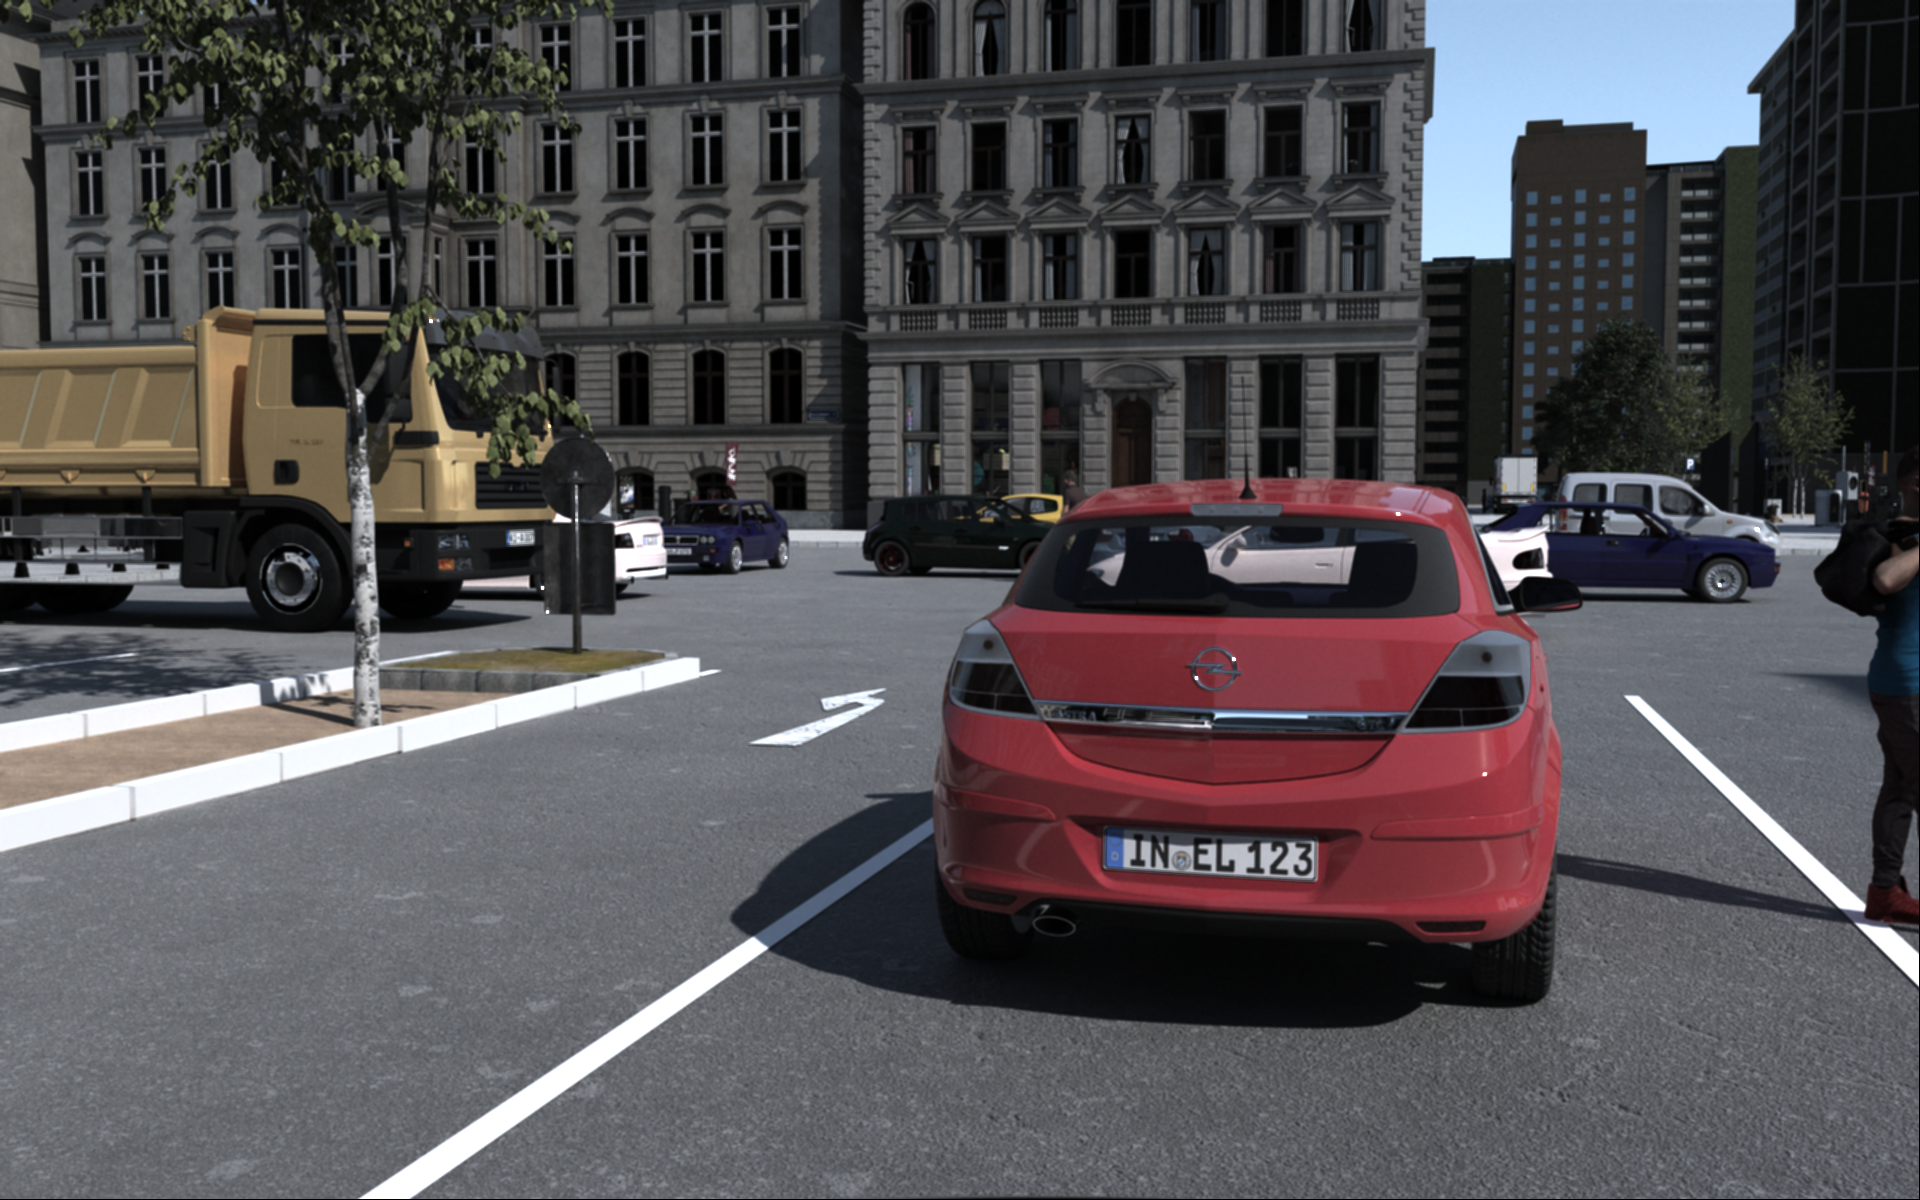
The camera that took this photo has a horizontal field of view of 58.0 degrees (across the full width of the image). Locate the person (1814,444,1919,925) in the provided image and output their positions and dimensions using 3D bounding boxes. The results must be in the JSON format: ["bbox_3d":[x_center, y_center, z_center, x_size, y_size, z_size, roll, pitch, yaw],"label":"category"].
[{"bbox_3d":[3.132,0.290,5.633,0.662,1.594,0.647,2,4,27],"label":"person"}]

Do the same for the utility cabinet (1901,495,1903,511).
[{"bbox_3d":[44.285,-4.388,80.416,1.173,1.500,0.318,-1,4,-20],"label":"utility cabinet"}]

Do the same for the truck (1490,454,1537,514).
[{"bbox_3d":[40.530,-8.441,126.924,2.839,4.237,11.283,1,4,14],"label":"truck"}]

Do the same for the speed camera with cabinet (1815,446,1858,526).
[{"bbox_3d":[35.680,-4.656,70.465,2.038,3.252,0.660,-2,4,-31],"label":"speed camera with cabinet"}]

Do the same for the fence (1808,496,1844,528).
[{"bbox_3d":[33.663,-3.418,67.087,0.480,1.192,2.264,0,3,0],"label":"fence"}]

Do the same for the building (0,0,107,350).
[{"bbox_3d":[-50.339,-15.057,79.468,30.059,22.955,16.112,1,4,15],"label":"building"}]

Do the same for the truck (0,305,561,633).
[{"bbox_3d":[-8.614,-1.439,19.449,9.791,3.379,3.469,1,4,15],"label":"truck"}]

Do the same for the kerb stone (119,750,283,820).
[{"bbox_3d":[-3.551,0.862,8.104,0.120,0.150,1.000,1,4,15],"label":"kerb stone"}]

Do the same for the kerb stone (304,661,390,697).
[{"bbox_3d":[-4.518,0.589,12.641,0.120,0.150,1.000,1,4,15],"label":"kerb stone"}]

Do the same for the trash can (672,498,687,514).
[{"bbox_3d":[-9.594,-2.960,60.045,0.748,1.137,0.748,0,3,0],"label":"trash can"}]

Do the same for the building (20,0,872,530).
[{"bbox_3d":[-19.225,-15.370,70.391,34.723,24.649,14.460,1,4,15],"label":"building"}]

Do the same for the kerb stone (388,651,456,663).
[{"bbox_3d":[-4.252,0.524,13.644,0.120,0.150,1.000,1,4,15],"label":"kerb stone"}]

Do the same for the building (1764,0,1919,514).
[{"bbox_3d":[64.539,-41.165,111.306,20.563,71.187,20.611,1,4,15],"label":"building"}]

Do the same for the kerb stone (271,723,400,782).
[{"bbox_3d":[-3.292,0.801,9.098,0.120,0.150,1.000,1,4,15],"label":"kerb stone"}]

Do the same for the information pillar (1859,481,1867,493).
[{"bbox_3d":[48.918,-5.466,93.854,0.304,2.012,0.304,1,4,16],"label":"information pillar"}]

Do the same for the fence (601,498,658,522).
[{"bbox_3d":[-10.941,-2.832,57.513,2.264,1.192,0.480,0,4,0],"label":"fence"}]

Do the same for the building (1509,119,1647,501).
[{"bbox_3d":[74.197,-34.221,209.616,14.200,45.320,14.600,1,4,15],"label":"building"}]

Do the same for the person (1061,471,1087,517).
[{"bbox_3d":[1.792,-1.171,27.778,0.598,1.807,0.434,-3,4,-38],"label":"person"}]

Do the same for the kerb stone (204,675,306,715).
[{"bbox_3d":[-4.781,0.647,11.648,0.120,0.150,1.000,1,4,15],"label":"kerb stone"}]

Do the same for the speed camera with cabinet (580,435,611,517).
[{"bbox_3d":[-12.552,-3.924,58.490,0.660,3.252,2.038,1,4,18],"label":"speed camera with cabinet"}]

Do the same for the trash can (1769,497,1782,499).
[{"bbox_3d":[46.298,-5.304,98.381,0.748,1.137,0.748,0,3,0],"label":"trash can"}]

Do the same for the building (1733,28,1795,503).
[{"bbox_3d":[75.459,-26.971,132.855,32.217,40.220,23.993,1,4,15],"label":"building"}]

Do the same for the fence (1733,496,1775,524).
[{"bbox_3d":[34.297,-3.936,75.565,2.264,1.192,0.480,1,4,13],"label":"fence"}]

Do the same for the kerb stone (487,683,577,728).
[{"bbox_3d":[-2.760,0.679,11.089,0.120,0.150,1.000,1,4,15],"label":"kerb stone"}]

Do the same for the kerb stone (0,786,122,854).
[{"bbox_3d":[-3.817,0.923,7.106,0.120,0.150,1.000,1,4,15],"label":"kerb stone"}]

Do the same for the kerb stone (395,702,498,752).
[{"bbox_3d":[-3.019,0.742,10.096,0.120,0.150,1.000,1,4,15],"label":"kerb stone"}]

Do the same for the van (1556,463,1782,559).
[{"bbox_3d":[13.543,-1.607,33.283,4.112,2.044,2.013,1,4,16],"label":"van"}]

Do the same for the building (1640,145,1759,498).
[{"bbox_3d":[88.085,-32.009,206.945,14.086,41.232,14.154,1,4,15],"label":"building"}]

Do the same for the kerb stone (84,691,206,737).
[{"bbox_3d":[-5.044,0.709,10.651,0.120,0.150,1.000,1,4,15],"label":"kerb stone"}]

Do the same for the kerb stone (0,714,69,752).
[{"bbox_3d":[-5.311,0.771,9.659,0.120,0.150,1.000,1,4,15],"label":"kerb stone"}]

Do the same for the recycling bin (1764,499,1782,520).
[{"bbox_3d":[39.516,-4.394,84.403,0.722,1.027,0.722,0,4,0],"label":"recycling bin"}]

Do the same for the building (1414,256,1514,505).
[{"bbox_3d":[60.629,-27.059,214.117,14.107,30.474,14.160,1,4,15],"label":"building"}]

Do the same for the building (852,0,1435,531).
[{"bbox_3d":[6.921,-14.255,61.943,19.941,23.489,11.050,1,4,15],"label":"building"}]

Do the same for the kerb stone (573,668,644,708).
[{"bbox_3d":[-2.495,0.618,12.086,0.120,0.150,1.000,1,4,15],"label":"kerb stone"}]

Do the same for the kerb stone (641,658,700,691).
[{"bbox_3d":[-2.224,0.557,13.082,0.120,0.150,1.000,1,4,15],"label":"kerb stone"}]

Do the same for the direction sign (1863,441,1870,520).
[{"bbox_3d":[38.483,-4.990,73.581,0.379,3.537,0.876,3,5,41],"label":"direction sign"}]

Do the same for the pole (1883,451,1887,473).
[{"bbox_3d":[43.776,-5.394,82.031,0.158,3.312,0.155,0,3,0],"label":"pole"}]

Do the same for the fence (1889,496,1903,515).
[{"bbox_3d":[38.263,-3.567,69.516,2.264,1.192,0.480,0,4,-7],"label":"fence"}]
